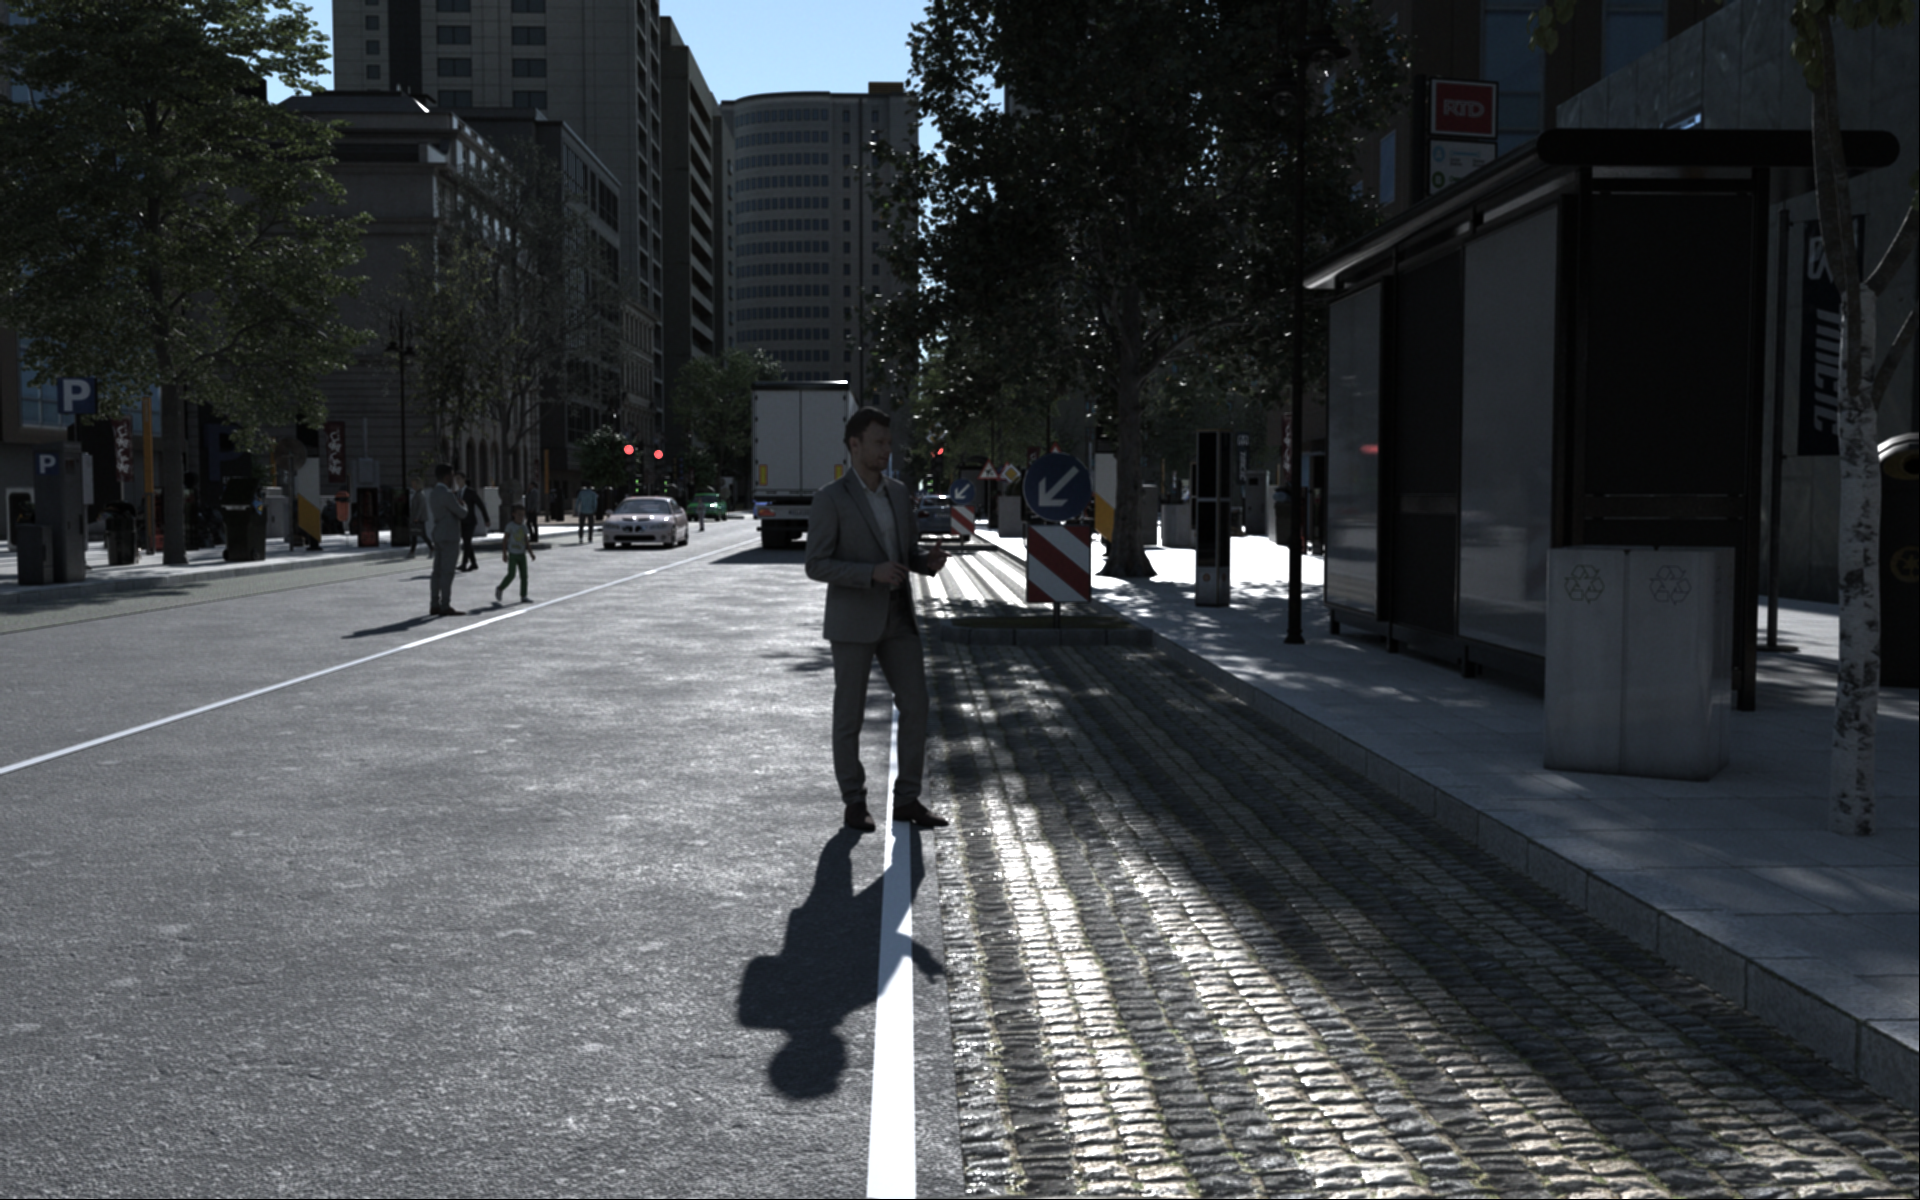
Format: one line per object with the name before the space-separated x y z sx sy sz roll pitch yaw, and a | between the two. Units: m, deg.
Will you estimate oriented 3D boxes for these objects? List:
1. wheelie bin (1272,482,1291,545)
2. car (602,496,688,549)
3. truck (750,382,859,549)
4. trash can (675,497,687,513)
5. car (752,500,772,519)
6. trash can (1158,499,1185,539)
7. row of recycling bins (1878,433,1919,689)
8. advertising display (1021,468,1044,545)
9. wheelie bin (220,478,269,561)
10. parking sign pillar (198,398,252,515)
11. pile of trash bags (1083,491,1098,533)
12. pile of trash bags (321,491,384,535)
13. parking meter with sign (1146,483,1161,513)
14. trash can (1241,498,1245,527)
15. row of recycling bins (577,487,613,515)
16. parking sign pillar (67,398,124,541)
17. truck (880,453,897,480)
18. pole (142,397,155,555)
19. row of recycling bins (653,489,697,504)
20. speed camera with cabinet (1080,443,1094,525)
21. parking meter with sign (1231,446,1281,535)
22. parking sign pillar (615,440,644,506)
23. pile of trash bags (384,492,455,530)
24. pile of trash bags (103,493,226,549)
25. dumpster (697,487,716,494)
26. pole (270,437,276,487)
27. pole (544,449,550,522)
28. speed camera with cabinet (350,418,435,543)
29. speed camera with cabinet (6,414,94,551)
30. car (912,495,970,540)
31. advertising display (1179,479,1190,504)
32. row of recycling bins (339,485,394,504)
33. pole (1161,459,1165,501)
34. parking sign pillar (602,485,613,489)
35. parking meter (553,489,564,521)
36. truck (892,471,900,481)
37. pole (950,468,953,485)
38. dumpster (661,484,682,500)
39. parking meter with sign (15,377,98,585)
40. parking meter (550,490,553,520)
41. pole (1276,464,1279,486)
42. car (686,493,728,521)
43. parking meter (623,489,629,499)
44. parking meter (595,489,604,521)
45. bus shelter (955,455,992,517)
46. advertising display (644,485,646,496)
wheelie bin | 8.255 -2.189 43.704 0.693 1.594 0.980 1 4 17
car | -8.509 -2.126 47.116 2.083 1.381 4.827 0 4 -2
truck | -4.154 -3.668 48.882 2.839 4.237 11.283 0 4 -2
trash can | -15.661 -5.231 97.187 0.748 1.137 0.748 0 3 0
car | -11.030 -5.548 100.304 1.945 1.707 3.694 0 4 -2
trash can | 5.799 -2.191 47.484 0.748 1.137 0.748 0 3 0
row of recycling bins | 7.135 -0.212 10.579 1.069 1.692 3.534 -2 4 -28
advertising display | 1.835 -2.351 43.655 0.123 1.923 0.974 2 4 33
wheelie bin | -13.762 -1.553 33.298 0.980 1.594 0.693 1 4 10
parking sign pillar | -20.469 -3.658 48.278 1.447 3.967 1.447 3 5 42
pile of trash bags | 5.064 -2.957 58.106 1.912 1.369 3.447 -2 4 -26
pile of trash bags | -19.478 -2.767 54.995 1.912 1.369 3.447 -1 4 -16
parking meter with sign | 13.104 -7.520 119.205 1.738 3.016 0.543 1 4 11
trash can | 11.403 -3.453 68.102 0.748 1.137 0.748 0 3 0
row of recycling bins | -22.526 -6.109 106.998 1.069 1.692 3.534 -3 5 -45
parking sign pillar | -23.681 -3.608 47.464 1.447 3.967 1.447 -1 4 -16
truck | -4.846 -6.229 91.597 2.967 4.110 18.799 0 4 -2
pole | -17.110 -2.611 36.526 0.158 3.312 0.155 0 3 0
row of recycling bins | -21.920 -7.747 133.776 3.534 1.692 1.069 -1 4 -20
speed camera with cabinet | 4.768 -4.465 67.335 0.660 3.252 2.038 0 4 -4
parking meter with sign | 9.379 -3.573 54.673 1.738 3.016 0.543 2 4 24
parking sign pillar | -16.208 -5.913 85.157 1.447 3.967 1.447 -1 4 -12
pile of trash bags | -19.640 -3.208 62.199 3.447 1.369 1.912 -2 4 -31
pile of trash bags | -18.652 -1.958 41.763 1.912 1.369 3.447 3 5 43
dumpster | -18.582 -7.403 126.799 1.264 1.857 1.865 0 4 -2
pole | -24.595 -4.172 62.053 0.158 3.312 0.155 0 3 0
pole | -18.876 -5.217 79.140 0.158 3.312 0.155 0 3 0
speed camera with cabinet | -14.890 -3.124 45.415 2.038 3.252 0.660 -2 4 -26
speed camera with cabinet | -20.467 -2.725 38.893 2.038 3.252 0.660 1 4 20
car | -0.600 -2.598 54.472 2.014 1.417 4.499 0 4 -2
advertising display | 9.853 -4.335 76.085 0.123 1.923 0.974 2 4 31
row of recycling bins | -26.160 -4.235 76.353 1.069 1.692 3.534 1 4 15
pole | 11.651 -6.467 99.578 0.158 3.312 0.155 0 3 0
parking sign pillar | -21.982 -7.416 109.729 1.447 3.967 1.447 0 4 -4
parking meter | -18.945 -4.502 82.019 0.372 1.533 0.369 0 3 0
truck | -7.838 -12.509 194.276 2.967 4.110 18.799 0 4 -2
pole | -0.627 -7.920 123.330 0.158 3.312 0.155 0 3 0
dumpster | -17.468 -6.029 104.337 1.264 1.857 1.865 0 4 -2
parking meter with sign | -13.092 -1.762 25.076 0.543 3.016 1.738 0 4 -5
parking meter | -20.166 -4.747 86.016 0.372 1.533 0.369 0 3 0
pole | 21.387 -7.509 116.610 0.158 3.312 0.155 0 3 0
car | -13.384 -5.062 91.562 1.959 1.807 4.718 0 4 -1
parking meter | -21.292 -6.310 111.571 0.372 1.533 0.369 0 3 0
parking meter | -18.956 -5.061 91.159 0.372 1.533 0.369 0 3 0
bus shelter | 0.848 -6.050 92.849 2.014 3.302 5.546 0 4 -2
advertising display | -23.422 -7.429 126.679 0.974 1.923 0.123 -1 4 -10
